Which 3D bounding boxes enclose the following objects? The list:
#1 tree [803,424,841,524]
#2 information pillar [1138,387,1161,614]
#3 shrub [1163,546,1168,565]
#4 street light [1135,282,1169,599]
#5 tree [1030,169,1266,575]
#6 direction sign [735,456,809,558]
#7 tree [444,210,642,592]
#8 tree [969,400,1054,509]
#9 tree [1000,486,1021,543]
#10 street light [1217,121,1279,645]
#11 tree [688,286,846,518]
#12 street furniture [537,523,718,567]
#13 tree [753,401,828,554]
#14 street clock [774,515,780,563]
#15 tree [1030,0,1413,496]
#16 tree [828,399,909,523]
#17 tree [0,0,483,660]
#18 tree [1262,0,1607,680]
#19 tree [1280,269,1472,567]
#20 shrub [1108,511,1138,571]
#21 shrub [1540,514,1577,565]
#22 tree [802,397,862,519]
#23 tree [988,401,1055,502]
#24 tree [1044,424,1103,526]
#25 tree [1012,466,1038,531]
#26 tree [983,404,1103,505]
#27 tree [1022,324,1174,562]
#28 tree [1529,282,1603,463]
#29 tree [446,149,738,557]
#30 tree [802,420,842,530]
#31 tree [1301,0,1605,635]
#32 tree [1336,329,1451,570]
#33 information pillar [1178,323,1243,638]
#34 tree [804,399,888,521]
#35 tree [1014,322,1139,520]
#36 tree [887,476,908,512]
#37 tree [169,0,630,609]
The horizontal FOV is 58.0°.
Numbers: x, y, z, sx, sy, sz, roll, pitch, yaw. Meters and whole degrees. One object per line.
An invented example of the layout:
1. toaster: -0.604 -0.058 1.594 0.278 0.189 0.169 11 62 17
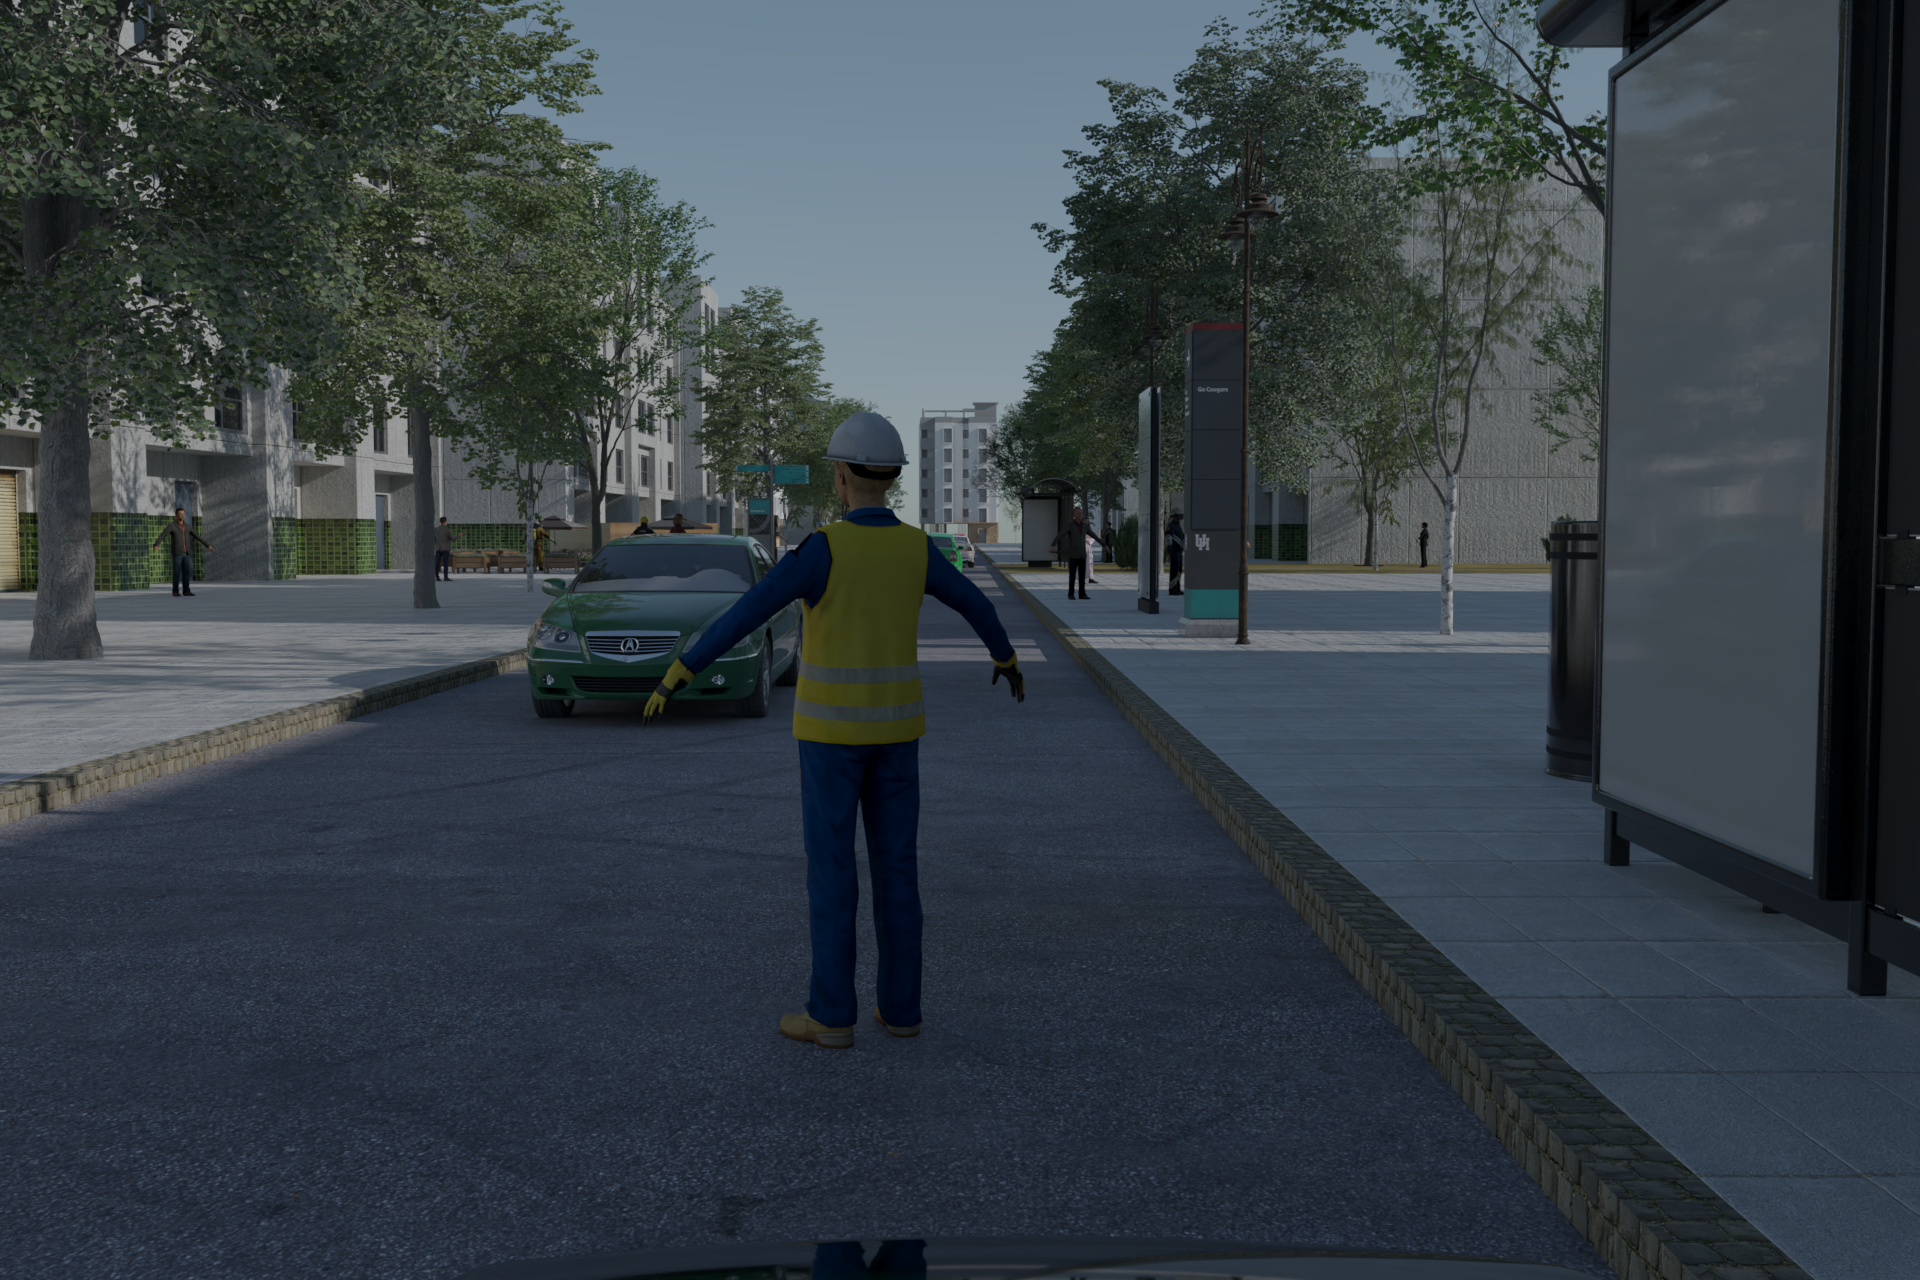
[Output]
1. tree: -9.297 -10.033 114.400 4.737 8.622 4.395 0 3 0
2. information pillar: 3.102 -2.271 28.451 0.184 3.620 1.656 0 4 0
3. shrub: 7.698 -3.470 67.855 1.383 1.207 1.383 0 3 0
4. street light: 3.533 -3.622 32.007 0.468 5.910 1.993 0 4 0
5. tree: 6.101 -8.367 54.923 7.486 12.596 7.792 0 3 0
6. direction sign: -6.468 -4.366 60.153 2.525 3.948 1.411 0 4 -1
7. tree: -9.327 -5.376 38.253 4.737 8.622 4.395 0 3 0
8. tree: 5.903 -15.104 157.316 12.009 13.543 11.850 0 3 0
9. tree: 8.372 -18.373 250.760 4.360 8.622 3.978 0 3 0
10. street light: 3.292 -2.887 19.986 0.468 5.910 1.993 0 4 0
11. tree: -9.170 -9.897 79.947 7.486 12.596 7.792 0 3 0
12. street furniture: -13.769 -3.820 69.303 9.812 1.723 11.010 -3 5 -42
13. tree: -9.149 -8.738 93.230 4.737 8.622 4.395 0 3 0
14. street clock: -7.012 -3.738 65.692 0.358 2.002 0.471 0 4 1
15. tree: 6.481 -8.316 42.621 9.857 13.997 8.962 0 3 0
16. tree: -9.600 -15.591 161.565 9.857 13.997 8.962 0 3 0
17. tree: -9.347 -6.785 17.583 9.857 13.997 8.962 0 3 0
18. tree: 5.784 -5.414 14.267 9.928 11.665 9.643 0 3 0
19. tree: 16.244 -8.730 68.487 9.928 11.665 9.643 0 3 0
20. shrub: 6.079 -3.461 60.621 1.661 2.075 1.752 0 3 0
21. shrub: 22.348 -3.660 63.889 1.661 2.075 1.752 0 3 0
22. tree: -9.906 -13.806 143.850 7.486 12.596 7.792 0 3 0
23. tree: 6.012 -12.734 133.951 9.928 11.665 9.643 0 3 0
24. tree: 6.643 -9.442 104.741 4.737 8.622 4.395 0 3 0
25. tree: 6.098 -11.726 142.076 4.360 8.622 3.978 0 3 0
26. tree: 5.944 -10.967 113.716 8.767 10.594 7.601 -1 4 -13
27. tree: 6.777 -9.344 78.533 9.928 11.665 9.643 0 3 0
28. tree: 26.928 -8.825 70.046 9.928 11.665 9.643 0 3 0
29. tree: -9.760 -7.380 46.422 9.928 11.665 9.643 0 3 0
30. tree: -8.766 -9.700 108.955 4.737 8.622 4.395 0 3 0
31. tree: 6.138 -4.359 21.634 4.360 8.622 3.978 0 3 0
32. tree: 14.914 -6.758 60.849 4.737 8.622 4.395 0 3 0
33. information pillar: 3.151 -1.970 21.582 0.750 3.857 0.750 0 4 0
34. tree: -8.844 -12.644 132.489 9.928 11.665 9.643 0 3 0
35. tree: 6.311 -10.521 90.142 7.486 12.596 7.792 0 3 0
36. tree: -11.431 -19.772 249.025 9.928 11.665 9.643 0 3 0
37. tree: -9.703 -6.821 29.645 7.486 12.596 7.792 0 3 0
